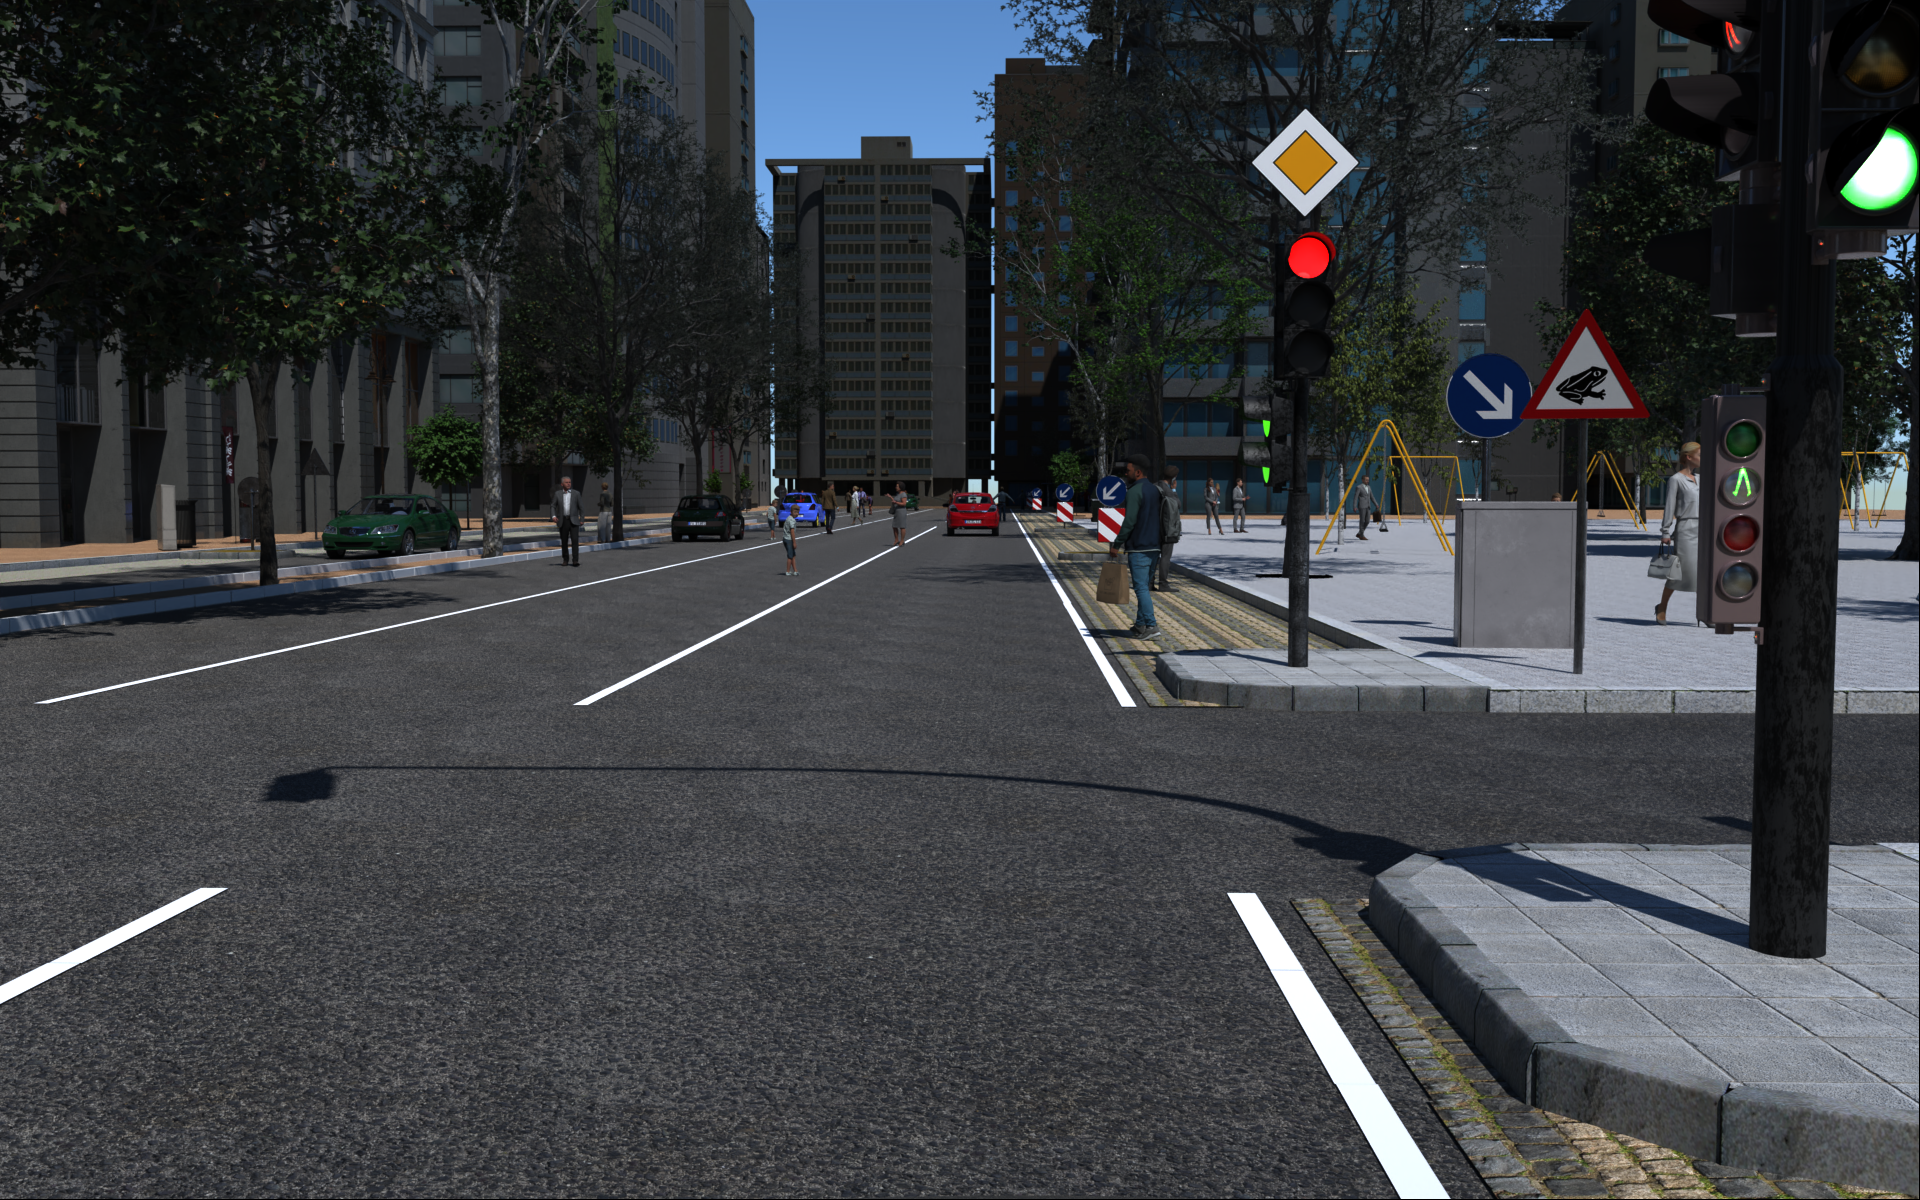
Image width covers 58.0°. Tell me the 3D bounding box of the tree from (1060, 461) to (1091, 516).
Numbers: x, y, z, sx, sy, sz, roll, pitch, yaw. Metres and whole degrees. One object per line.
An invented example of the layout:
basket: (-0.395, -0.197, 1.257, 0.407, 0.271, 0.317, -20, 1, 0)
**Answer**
tree: (6.768, -6.422, 99.606, 1.663, 3.219, 1.824, 0, 3, 0)

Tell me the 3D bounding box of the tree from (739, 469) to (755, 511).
tree: (-16.551, -8.436, 132.530, 1.663, 3.219, 1.824, 0, 3, 0)

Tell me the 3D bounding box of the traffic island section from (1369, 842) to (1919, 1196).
traffic island section: (2.344, 1.063, 4.898, 2.009, 0.180, 2.903, 0, 4, 1)

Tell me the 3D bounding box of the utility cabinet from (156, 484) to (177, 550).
utility cabinet: (-18.143, -1.892, 39.616, 0.318, 1.500, 1.173, -2, 4, -30)

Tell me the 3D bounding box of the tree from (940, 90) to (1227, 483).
tree: (5.784, -13.829, 81.996, 12.611, 20.169, 13.585, 0, 3, 0)

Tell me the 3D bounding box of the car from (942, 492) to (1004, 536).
car: (0.455, -3.129, 60.201, 2.155, 1.783, 4.494, 0, 4, 0)

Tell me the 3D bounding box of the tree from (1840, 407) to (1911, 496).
tree: (49.466, -7.193, 80.517, 20.602, 7.101, 11.467, 1, 4, 8)

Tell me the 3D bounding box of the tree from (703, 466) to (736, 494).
tree: (-16.593, -7.522, 117.590, 1.663, 3.219, 1.824, 0, 3, 0)

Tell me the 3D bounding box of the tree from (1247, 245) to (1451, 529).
tree: (14.335, -7.898, 63.544, 7.601, 10.594, 8.767, -3, 5, -40)

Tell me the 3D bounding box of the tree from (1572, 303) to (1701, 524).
tree: (29.591, -8.571, 74.548, 8.767, 10.594, 7.601, 2, 4, 27)

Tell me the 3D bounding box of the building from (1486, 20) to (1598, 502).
building: (46.737, -28.724, 153.233, 14.086, 41.232, 14.154, 0, 4, 1)

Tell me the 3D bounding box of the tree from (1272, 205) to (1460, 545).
tree: (9.783, -5.693, 43.437, 4.737, 8.622, 4.395, 0, 3, 0)

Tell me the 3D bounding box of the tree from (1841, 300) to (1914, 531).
tree: (31.090, -6.705, 59.995, 4.360, 8.622, 3.978, 0, 3, 0)

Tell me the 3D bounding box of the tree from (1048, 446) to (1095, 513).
tree: (7.548, -8.217, 118.054, 4.285, 4.588, 4.351, 0, 3, 0)

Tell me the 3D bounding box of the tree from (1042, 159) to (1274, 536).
tree: (6.063, -7.761, 52.655, 9.928, 11.665, 9.643, 0, 3, 0)

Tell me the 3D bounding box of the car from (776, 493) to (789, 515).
car: (-11.684, -6.815, 120.462, 2.155, 1.783, 4.494, 0, 4, 3)

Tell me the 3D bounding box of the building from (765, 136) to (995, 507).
building: (-8.149, -30.512, 190.749, 23.993, 40.220, 32.217, 0, 4, 1)

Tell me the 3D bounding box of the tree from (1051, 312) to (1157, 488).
tree: (6.072, -7.381, 71.045, 4.360, 8.622, 3.978, 0, 3, 0)

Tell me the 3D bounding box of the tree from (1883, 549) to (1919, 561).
tree: (18.609, -7.126, 33.524, 9.611, 12.733, 9.660, 0, 3, 0)

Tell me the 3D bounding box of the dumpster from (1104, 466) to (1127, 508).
dumpster: (5.750, -3.627, 61.800, 1.502, 2.255, 1.985, 0, 4, 2)

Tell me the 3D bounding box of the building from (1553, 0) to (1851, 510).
building: (64.481, -32.108, 148.670, 21.600, 48.544, 21.300, 0, 4, 1)

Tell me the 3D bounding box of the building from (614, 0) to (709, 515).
building: (-29.905, -35.111, 116.061, 21.231, 58.520, 28.212, 0, 4, 1)

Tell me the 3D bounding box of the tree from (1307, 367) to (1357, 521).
tree: (17.664, -8.137, 83.394, 4.360, 8.622, 3.978, 0, 3, 0)

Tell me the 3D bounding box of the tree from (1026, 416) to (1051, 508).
tree: (8.319, -13.009, 163.057, 4.360, 8.622, 3.978, 0, 3, 0)

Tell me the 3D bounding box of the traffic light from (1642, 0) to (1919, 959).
traffic light: (0.211, -1.836, 4.694, 4.771, 5.953, 1.251, 0, 4, 1)

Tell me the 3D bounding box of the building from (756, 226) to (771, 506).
building: (-27.732, -25.104, 182.147, 14.107, 30.474, 14.160, 0, 4, 1)

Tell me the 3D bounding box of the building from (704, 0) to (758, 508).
building: (-29.676, -32.201, 150.193, 21.600, 48.544, 21.300, 0, 4, 1)

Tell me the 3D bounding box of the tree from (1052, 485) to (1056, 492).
tree: (8.447, -8.829, 138.950, 1.663, 3.219, 1.824, 0, 3, 0)

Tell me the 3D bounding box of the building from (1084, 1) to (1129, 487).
building: (21.898, -30.036, 145.705, 22.147, 44.769, 28.867, 0, 4, 1)

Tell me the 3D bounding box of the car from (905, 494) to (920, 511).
car: (-4.524, -8.423, 149.519, 2.131, 1.459, 4.920, 0, 4, 1)

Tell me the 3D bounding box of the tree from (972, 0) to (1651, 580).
tree: (5.185, -7.073, 26.011, 12.009, 13.543, 11.850, 0, 3, 0)

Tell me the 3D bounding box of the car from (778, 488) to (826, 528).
car: (-6.794, -4.000, 74.997, 1.945, 1.707, 3.694, 0, 4, 3)

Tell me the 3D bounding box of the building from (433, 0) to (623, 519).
building: (-27.291, -25.187, 95.397, 14.154, 41.232, 14.086, 0, 4, 1)

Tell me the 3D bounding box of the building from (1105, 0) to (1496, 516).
building: (21.907, -30.358, 115.960, 23.786, 49.044, 30.456, 0, 4, 1)

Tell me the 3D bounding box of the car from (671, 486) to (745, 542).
car: (-7.713, -2.657, 53.224, 2.009, 1.686, 4.222, 0, 4, 2)

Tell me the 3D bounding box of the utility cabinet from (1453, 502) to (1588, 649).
utility cabinet: (4.687, -0.205, 14.515, 1.020, 1.237, 0.306, 0, 4, 7)

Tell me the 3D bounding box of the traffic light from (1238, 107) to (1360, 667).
traffic light: (2.495, -1.459, 12.768, 0.839, 4.253, 0.868, 0, 4, 1)

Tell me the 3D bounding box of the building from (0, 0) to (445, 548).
building: (-26.747, -16.963, 54.838, 11.434, 29.767, 29.804, 0, 4, 1)

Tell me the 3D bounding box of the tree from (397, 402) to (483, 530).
tree: (-18.262, -4.770, 61.697, 4.285, 4.588, 4.351, 0, 3, 0)

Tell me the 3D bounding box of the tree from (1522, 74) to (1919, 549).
tree: (20.247, -7.990, 47.649, 9.611, 12.733, 9.660, 0, 3, 0)

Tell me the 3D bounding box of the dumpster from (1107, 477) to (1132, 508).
dumpster: (5.665, -3.286, 59.493, 1.264, 1.857, 1.865, 0, 4, 1)

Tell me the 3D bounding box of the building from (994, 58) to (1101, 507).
building: (10.737, -32.503, 181.540, 14.200, 45.320, 14.600, 0, 4, 1)

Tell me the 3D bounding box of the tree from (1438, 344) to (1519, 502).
tree: (25.277, -8.201, 84.450, 4.360, 8.622, 3.978, 0, 3, 0)

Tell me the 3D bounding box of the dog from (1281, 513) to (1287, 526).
dog: (13.254, -3.453, 70.844, 0.800, 0.831, 0.513, 0, 4, 7)

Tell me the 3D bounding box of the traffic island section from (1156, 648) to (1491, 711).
traffic island section: (2.535, 0.575, 12.881, 2.009, 0.180, 2.903, 0, 4, 1)

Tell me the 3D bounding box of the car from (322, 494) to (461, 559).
car: (-13.054, -1.724, 39.979, 2.131, 1.459, 4.920, 0, 4, 3)

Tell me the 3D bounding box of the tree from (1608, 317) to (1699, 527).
tree: (26.716, -7.162, 67.457, 4.737, 8.622, 4.395, 0, 3, 0)
